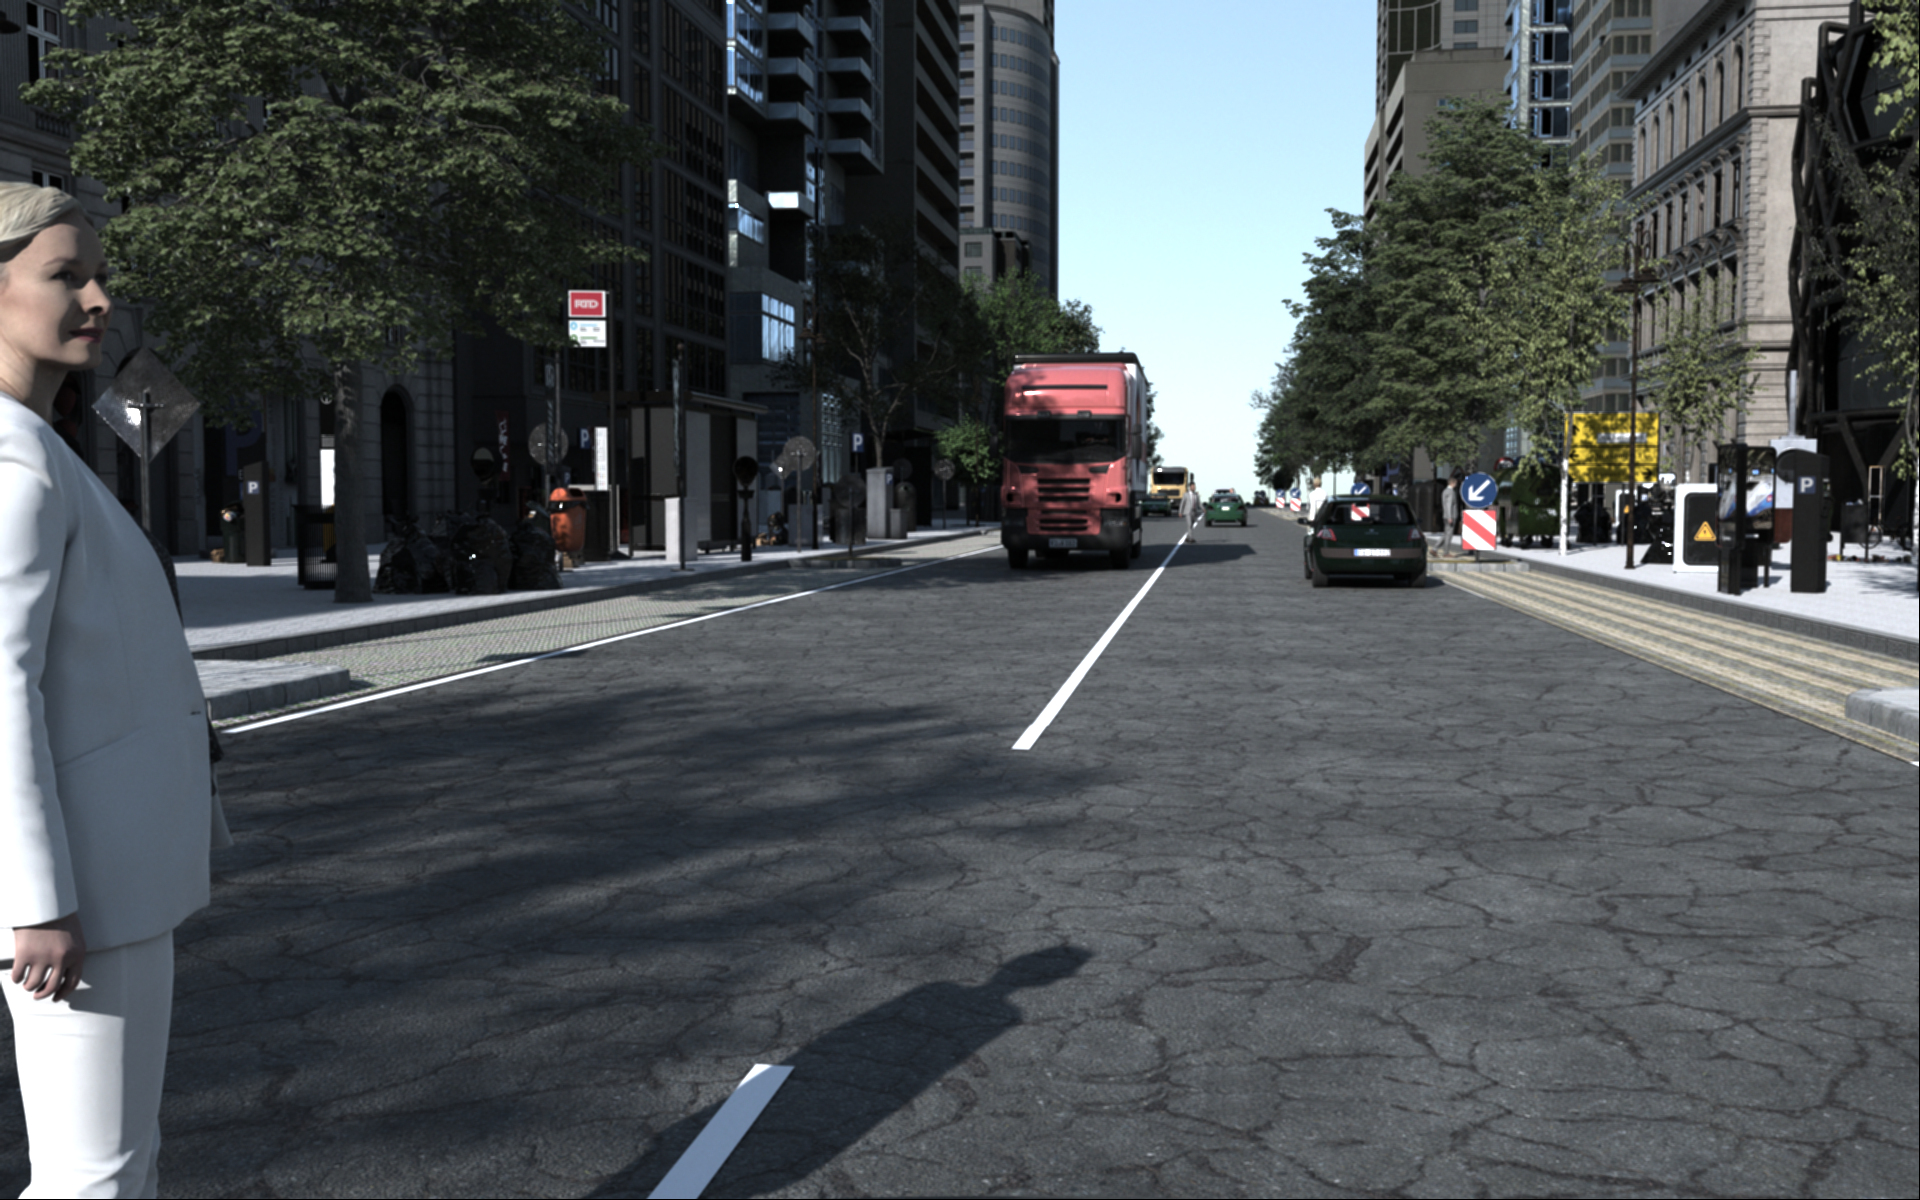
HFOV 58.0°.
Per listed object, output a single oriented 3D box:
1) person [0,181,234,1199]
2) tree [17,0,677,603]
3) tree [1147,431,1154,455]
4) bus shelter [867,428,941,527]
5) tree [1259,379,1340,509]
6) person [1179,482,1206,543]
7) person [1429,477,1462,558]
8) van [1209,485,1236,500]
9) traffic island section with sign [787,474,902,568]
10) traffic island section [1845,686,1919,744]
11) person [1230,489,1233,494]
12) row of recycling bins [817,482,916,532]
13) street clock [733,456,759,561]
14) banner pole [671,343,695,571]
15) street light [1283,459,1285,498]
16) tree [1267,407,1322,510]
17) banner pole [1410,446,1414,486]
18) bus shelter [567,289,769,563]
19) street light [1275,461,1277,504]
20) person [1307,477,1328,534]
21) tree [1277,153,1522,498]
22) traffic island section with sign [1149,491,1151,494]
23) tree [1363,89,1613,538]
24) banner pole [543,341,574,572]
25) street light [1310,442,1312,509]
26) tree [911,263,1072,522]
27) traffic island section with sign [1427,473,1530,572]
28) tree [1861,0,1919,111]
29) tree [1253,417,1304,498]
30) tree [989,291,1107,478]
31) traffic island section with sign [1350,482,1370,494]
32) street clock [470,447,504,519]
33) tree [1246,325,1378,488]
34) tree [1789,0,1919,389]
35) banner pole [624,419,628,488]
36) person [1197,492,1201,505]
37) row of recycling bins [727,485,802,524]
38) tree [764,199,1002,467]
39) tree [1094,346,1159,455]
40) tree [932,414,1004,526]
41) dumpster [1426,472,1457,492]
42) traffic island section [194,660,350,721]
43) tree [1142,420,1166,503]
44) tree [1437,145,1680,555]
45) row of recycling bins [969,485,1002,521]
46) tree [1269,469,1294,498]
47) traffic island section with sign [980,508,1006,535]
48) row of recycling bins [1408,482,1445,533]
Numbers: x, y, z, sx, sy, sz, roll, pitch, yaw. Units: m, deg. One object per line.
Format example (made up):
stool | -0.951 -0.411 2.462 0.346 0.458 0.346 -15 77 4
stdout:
person | -1.266 0.372 2.293 0.514 1.842 0.818 2 4 35
tree | -6.842 -6.228 19.963 7.486 12.596 7.792 0 3 0
tree | 16.146 -15.352 176.762 9.928 11.665 9.643 0 3 0
bus shelter | -2.052 -4.495 64.770 1.731 3.624 6.357 1 4 9
tree | 30.295 -13.601 148.129 9.928 11.665 9.643 0 3 0
person | 6.767 -2.564 50.703 0.678 1.792 0.850 -1 4 -23
person | 10.985 -1.849 38.845 0.853 1.813 0.709 0 4 -2
van | 16.658 -6.245 109.111 2.013 2.044 4.112 1 4 10
traffic island section with sign | -2.213 -1.563 34.177 1.989 1.847 2.006 1 4 8
traffic island section | 6.505 0.748 10.046 2.009 0.180 2.903 1 4 8
person | 16.073 -5.736 102.830 0.434 1.755 0.990 -1 4 -14
row of recycling bins | -3.194 -3.185 59.193 3.534 1.692 1.069 1 4 14
street clock | -4.095 -1.747 33.134 0.471 2.002 0.358 -1 4 -12
banner pole | -4.653 -2.363 28.657 0.401 3.779 0.863 0 4 3
street light | 35.114 -13.158 187.921 0.468 5.910 1.993 1 4 8
tree | 27.805 -11.546 139.139 4.360 8.622 3.978 0 3 0
banner pole | 19.881 -5.271 76.204 0.401 3.779 0.863 2 4 26
bus shelter | -6.219 -3.603 36.538 2.179 5.291 8.768 1 4 8
street light | 39.231 -14.803 214.820 0.468 5.910 1.993 1 4 8
person | 7.832 -1.775 37.749 0.478 1.798 0.641 0 4 -7
tree | 17.185 -9.797 66.836 9.857 13.997 8.962 0 3 0
traffic island section with sign | 21.424 -11.243 192.456 1.989 1.847 2.006 1 4 8
tree | 14.978 -8.023 49.298 7.486 12.596 7.792 0 3 0
banner pole | -6.597 -2.333 28.170 0.401 3.779 0.863 0 4 7
street light | 26.783 -9.740 132.038 0.468 5.910 1.993 1 4 8
tree | 1.332 -9.380 79.110 9.928 11.665 9.643 0 3 0
traffic island section with sign | 9.571 -1.473 32.704 1.989 1.847 2.006 1 4 8
tree | 9.449 -3.939 14.766 4.737 8.622 4.395 0 3 0
tree | 43.307 -19.211 232.222 7.486 12.596 7.792 0 3 0
tree | 5.415 -11.062 97.877 9.611 12.733 9.660 0 3 0
traffic island section with sign | 13.555 -3.106 59.404 1.989 1.847 2.006 1 4 8
street clock | -7.264 -1.351 26.653 0.471 2.002 0.358 2 4 26
tree | 25.187 -12.912 121.485 12.009 13.543 11.850 0 3 0
tree | 14.318 -4.549 24.734 4.360 8.622 3.978 0 3 0
banner pole | -9.219 -3.541 47.910 0.401 3.779 0.863 0 4 -5
person | 31.336 -13.366 227.569 0.750 1.759 0.617 0 4 -8
row of recycling bins | -8.557 -4.202 75.819 3.534 1.692 1.069 1 4 15
tree | -2.307 -7.323 54.145 8.767 10.594 7.601 2 4 30
tree | 12.357 -14.822 149.002 9.857 13.997 8.962 0 3 0
tree | 0.394 -5.280 70.040 4.285 4.588 4.351 0 3 0
dumpster | 21.387 -4.581 77.391 1.502 2.255 1.985 1 4 8
traffic island section | -5.553 0.638 11.845 2.009 0.180 2.903 1 4 8
tree | 14.495 -13.791 159.901 8.767 10.594 7.601 0 4 -6
tree | 12.540 -5.266 36.462 4.737 8.622 4.395 0 3 0
row of recycling bins | 1.581 -4.678 83.591 1.069 1.692 3.534 -2 4 -30
tree | 41.266 -14.605 222.510 4.285 4.588 4.351 0 3 0
traffic island section with sign | 1.807 -3.213 61.162 1.989 1.847 2.006 1 4 8
row of recycling bins | 15.920 -3.190 59.275 1.069 1.692 3.534 0 4 7
